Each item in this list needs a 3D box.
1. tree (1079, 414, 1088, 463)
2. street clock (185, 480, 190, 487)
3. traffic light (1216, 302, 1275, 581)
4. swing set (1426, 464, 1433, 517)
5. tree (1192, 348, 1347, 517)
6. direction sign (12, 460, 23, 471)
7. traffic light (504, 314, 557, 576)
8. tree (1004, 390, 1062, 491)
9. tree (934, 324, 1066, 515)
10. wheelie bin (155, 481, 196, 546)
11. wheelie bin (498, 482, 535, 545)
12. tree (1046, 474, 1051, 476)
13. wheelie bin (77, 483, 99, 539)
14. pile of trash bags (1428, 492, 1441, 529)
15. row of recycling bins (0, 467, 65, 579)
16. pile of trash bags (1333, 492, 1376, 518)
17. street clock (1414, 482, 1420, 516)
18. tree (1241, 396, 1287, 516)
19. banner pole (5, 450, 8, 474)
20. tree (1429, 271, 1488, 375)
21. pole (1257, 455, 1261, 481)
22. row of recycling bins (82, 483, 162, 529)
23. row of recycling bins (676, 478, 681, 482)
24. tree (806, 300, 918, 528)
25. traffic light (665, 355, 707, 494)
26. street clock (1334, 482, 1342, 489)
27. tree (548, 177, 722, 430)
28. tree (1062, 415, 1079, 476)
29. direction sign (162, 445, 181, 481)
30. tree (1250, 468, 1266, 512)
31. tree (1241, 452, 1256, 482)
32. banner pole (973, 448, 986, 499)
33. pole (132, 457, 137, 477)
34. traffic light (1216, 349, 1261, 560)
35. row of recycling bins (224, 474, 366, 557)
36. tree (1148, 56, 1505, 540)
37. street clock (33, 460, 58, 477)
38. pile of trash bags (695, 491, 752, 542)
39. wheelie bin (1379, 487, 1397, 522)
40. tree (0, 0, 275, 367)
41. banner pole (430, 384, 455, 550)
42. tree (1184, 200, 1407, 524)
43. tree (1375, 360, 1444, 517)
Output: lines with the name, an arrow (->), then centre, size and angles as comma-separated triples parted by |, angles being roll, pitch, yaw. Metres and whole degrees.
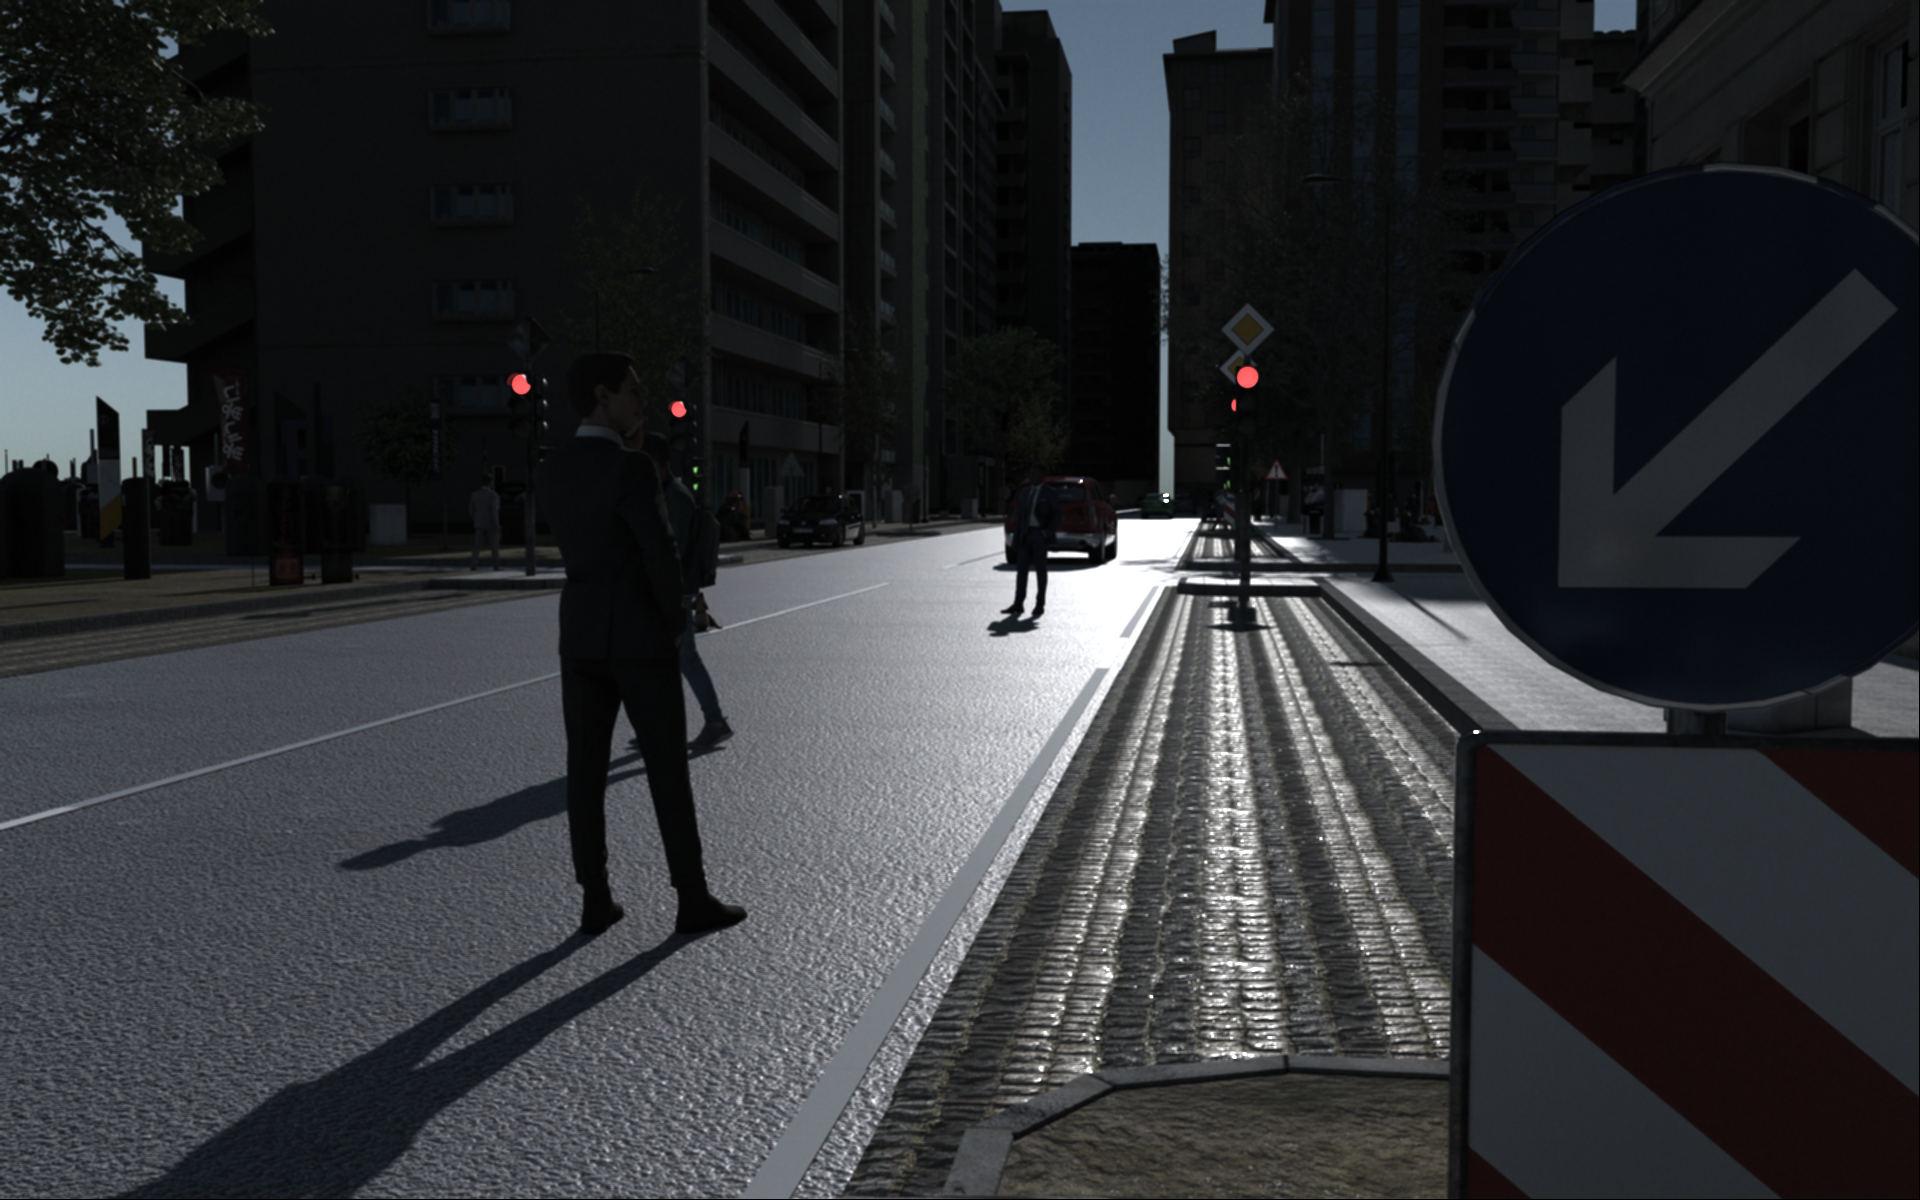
tree -> 9.975, -12.766, 159.078 | 4.360, 8.622, 3.978 | 0, 3, 0
street clock -> -39.944, -5.177, 89.220 | 0.358, 2.002, 0.471 | 3, 5, 40
traffic light -> 4.207, -2.240, 25.543 | 0.839, 4.253, 0.868 | 1, 4, 8
swing set -> 25.059, -5.413, 86.128 | 3.119, 2.851, 2.862 | 0, 4, 2
tree -> 17.178, -9.838, 95.260 | 8.767, 10.594, 7.601 | 0, 4, -1
direction sign -> -62.707, -7.545, 115.361 | 0.876, 3.537, 0.379 | 1, 4, 17
traffic light -> -6.739, -2.337, 27.129 | 0.839, 4.253, 0.868 | 1, 4, 8
tree -> 4.861, -10.423, 120.784 | 4.360, 8.622, 3.978 | 0, 3, 0
tree -> 2.405, -10.939, 104.607 | 9.928, 11.665, 9.643 | 0, 3, 0
wheelie bin -> -19.441, -2.148, 43.035 | 0.693, 1.594, 0.980 | 3, 4, 37
wheelie bin -> -11.268, -2.201, 43.896 | 0.980, 1.594, 0.693 | 0, 4, -5
tree -> 7.246, -9.151, 144.215 | 1.663, 3.219, 1.824 | 0, 3, 0
wheelie bin -> -24.971, -2.570, 49.921 | 0.980, 1.594, 0.693 | 2, 4, 27
pile of trash bags -> 18.983, -3.303, 63.750 | 3.447, 1.369, 1.912 | 2, 4, 25
row of recycling bins -> -15.102, -1.139, 25.730 | 1.069, 1.692, 3.534 | 2, 4, 33
pile of trash bags -> 19.805, -4.679, 86.256 | 1.912, 1.369, 3.447 | 0, 4, -6
street clock -> 27.146, -5.997, 102.626 | 0.471, 2.002, 0.358 | -2, 4, -35
tree -> 18.083, -9.295, 102.331 | 4.737, 8.622, 4.395 | 0, 3, 0
banner pole -> -53.943, -6.609, 98.068 | 0.401, 3.779, 0.863 | -2, 4, -26
tree -> 17.362, -6.503, 56.678 | 4.360, 8.622, 3.978 | 0, 3, 0
pole -> 15.505, -5.878, 89.953 | 0.158, 3.312, 0.155 | 0, 3, 0
row of recycling bins -> -30.653, -3.412, 62.907 | 1.069, 1.692, 3.534 | 3, 5, 44
row of recycling bins -> -8.314, -2.280, 44.391 | 3.534, 1.692, 1.069 | 2, 4, 31
tree -> -3.379, -6.997, 64.756 | 4.737, 8.622, 4.395 | 0, 3, 0
traffic light -> -5.579, -2.820, 35.030 | 0.839, 4.253, 0.868 | 1, 4, 8
street clock -> 22.599, -6.055, 103.573 | 0.471, 2.002, 0.358 | -3, 4, -36
tree -> -7.872, -5.553, 41.149 | 4.737, 8.622, 4.395 | 0, 3, 0
tree -> 5.999, -10.767, 126.405 | 4.360, 8.622, 3.978 | 0, 3, 0
direction sign -> -35.596, -5.279, 78.312 | 0.379, 3.537, 0.876 | 2, 4, 35
tree -> 20.757, -7.862, 123.143 | 1.663, 3.219, 1.824 | 0, 3, 0
tree -> 29.128, -14.082, 180.604 | 4.360, 8.622, 3.978 | 0, 3, 0
banner pole -> 0.992, -6.321, 93.363 | 0.863, 3.779, 0.401 | 1, 4, 15
pole -> -45.731, -6.249, 96.019 | 0.158, 3.312, 0.155 | 0, 3, 0
traffic light -> 5.368, -2.723, 33.443 | 0.839, 4.253, 0.868 | 1, 4, 8
row of recycling bins -> -14.109, -1.830, 37.033 | 1.069, 1.692, 3.534 | 2, 4, 25
tree -> 10.370, -8.451, 48.550 | 12.009, 13.543, 11.850 | 0, 3, 0
street clock -> -19.659, -1.999, 37.259 | 0.471, 2.002, 0.358 | 1, 4, 11
pile of trash bags -> -6.595, -2.306, 47.464 | 1.912, 1.369, 3.447 | 1, 4, 9
wheelie bin -> 19.832, -4.430, 80.334 | 0.693, 1.594, 0.980 | -1, 4, -11
tree -> -10.180, -6.008, 16.356 | 7.486, 12.596, 7.792 | 0, 3, 0
banner pole -> -11.951, -3.042, 39.761 | 0.401, 3.779, 0.863 | -3, 5, -44
tree -> 14.517, -10.315, 75.306 | 9.857, 13.997, 8.962 | 0, 3, 0
tree -> 25.073, -8.813, 94.453 | 4.737, 8.622, 4.395 | 0, 3, 0
